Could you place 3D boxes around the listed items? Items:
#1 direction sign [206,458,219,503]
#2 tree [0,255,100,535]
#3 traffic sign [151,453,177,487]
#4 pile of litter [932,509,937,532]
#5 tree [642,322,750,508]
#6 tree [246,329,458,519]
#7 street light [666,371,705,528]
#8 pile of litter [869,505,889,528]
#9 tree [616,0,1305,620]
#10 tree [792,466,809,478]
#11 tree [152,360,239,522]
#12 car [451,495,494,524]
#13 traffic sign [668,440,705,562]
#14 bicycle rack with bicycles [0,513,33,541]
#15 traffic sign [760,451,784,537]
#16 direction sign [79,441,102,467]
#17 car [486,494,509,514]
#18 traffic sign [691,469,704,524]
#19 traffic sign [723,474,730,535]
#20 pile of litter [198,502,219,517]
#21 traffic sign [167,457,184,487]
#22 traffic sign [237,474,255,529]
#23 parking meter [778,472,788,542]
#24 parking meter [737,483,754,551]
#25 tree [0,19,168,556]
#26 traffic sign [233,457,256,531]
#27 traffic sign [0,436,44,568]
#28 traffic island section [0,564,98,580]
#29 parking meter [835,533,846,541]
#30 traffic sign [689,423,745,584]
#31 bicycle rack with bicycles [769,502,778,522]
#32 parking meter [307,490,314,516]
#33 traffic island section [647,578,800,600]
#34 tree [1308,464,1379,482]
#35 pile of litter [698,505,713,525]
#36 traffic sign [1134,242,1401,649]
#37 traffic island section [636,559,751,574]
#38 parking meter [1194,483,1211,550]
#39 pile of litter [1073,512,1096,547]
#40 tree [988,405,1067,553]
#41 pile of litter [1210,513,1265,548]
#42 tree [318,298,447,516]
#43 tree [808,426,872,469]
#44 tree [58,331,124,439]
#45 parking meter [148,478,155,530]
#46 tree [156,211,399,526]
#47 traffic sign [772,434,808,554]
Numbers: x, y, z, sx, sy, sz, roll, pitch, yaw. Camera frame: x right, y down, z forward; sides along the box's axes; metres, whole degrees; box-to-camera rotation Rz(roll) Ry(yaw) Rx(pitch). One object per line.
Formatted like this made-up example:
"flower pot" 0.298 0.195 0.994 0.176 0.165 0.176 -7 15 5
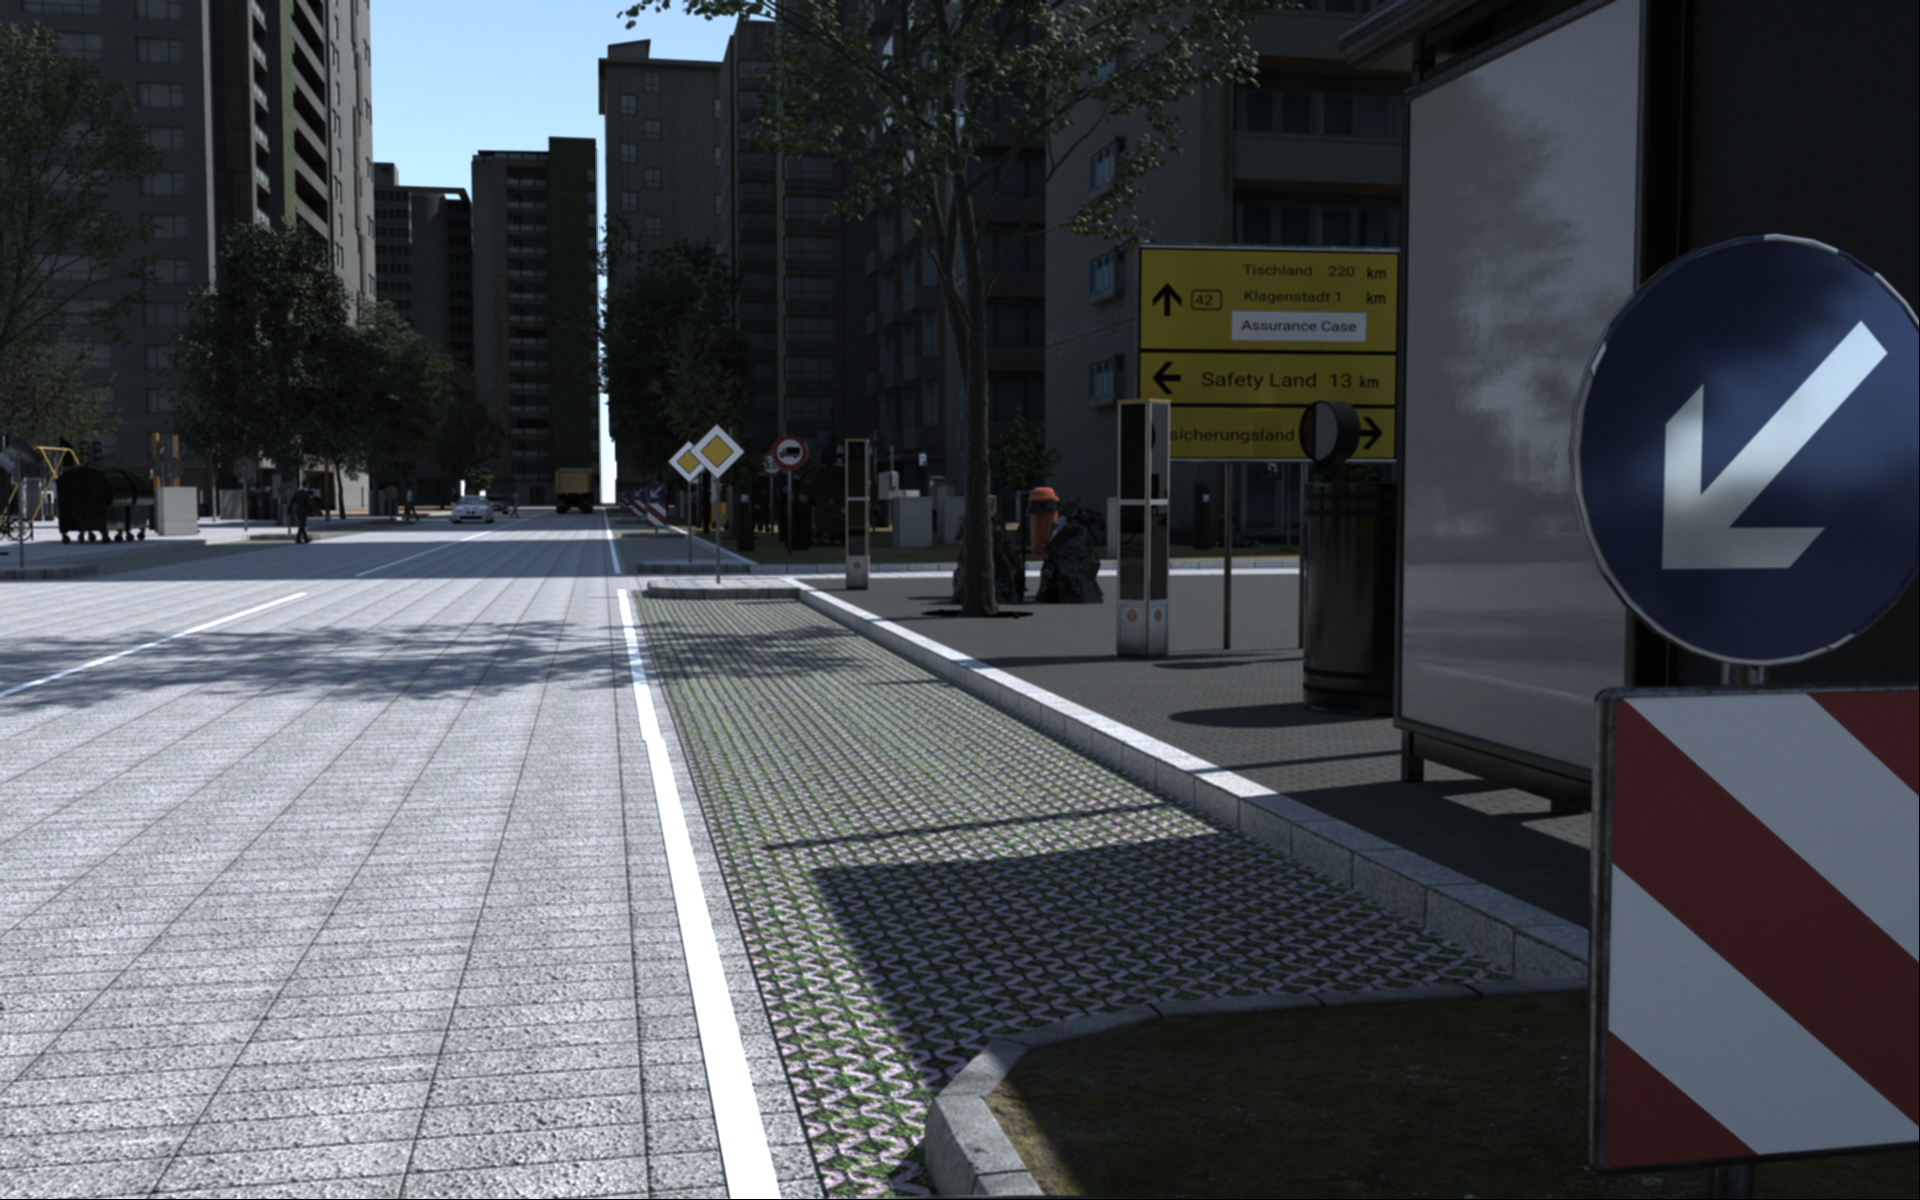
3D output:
"direction sign" -42.910 -6.571 99.440 0.876 3.537 0.379 1 4 18
"tree" -29.259 -6.344 54.086 4.360 8.622 3.978 0 3 0
"traffic sign" -24.880 -3.304 54.129 0.768 2.556 0.104 0 4 -8
"pile of litter" -0.777 -2.747 58.883 1.176 0.858 1.719 -1 4 -13
"tree" -11.026 -7.509 73.133 4.737 8.622 4.395 0 3 0
"tree" -32.302 -9.506 89.835 7.601 10.594 8.767 3 4 38
"street light" -10.401 -5.686 65.514 1.470 5.913 1.316 -1 4 -12
"pile of litter" -3.433 -3.196 66.215 1.719 0.858 1.176 -2 4 -27
"tree" 0.028 -5.635 17.882 9.928 11.665 9.643 0 3 0
"tree" -9.419 -6.650 103.323 1.663 3.219 1.824 0 3 0
"tree" -34.562 -7.896 79.460 4.360 8.622 3.978 0 3 0
"car" -24.137 -4.497 85.895 2.083 1.381 4.827 -1 4 -13
"traffic sign" -5.080 -1.766 32.521 0.795 2.450 0.064 -1 4 -12
"bicycle rack with bicycles" -26.574 -2.064 47.126 2.925 0.926 2.852 0 4 6
"traffic sign" -5.615 -3.160 51.776 0.768 2.556 0.104 -1 4 -8
"direction sign" -37.365 -5.047 74.518 0.876 3.537 0.379 -3 5 -41
"car" -33.179 -6.826 123.613 2.014 1.417 4.499 -1 4 -11
"traffic sign" -10.328 -4.035 68.102 0.606 2.300 0.079 0 4 -2
"traffic sign" -7.126 -3.274 53.630 0.768 2.556 0.104 0 4 -4
"pile of litter" -41.786 -5.041 96.386 1.176 0.858 1.719 0 4 5
"traffic sign" -26.785 -3.596 58.896 0.768 2.556 0.104 -1 4 -10
"traffic sign" -25.928 -3.719 62.929 0.606 2.300 0.079 0 4 -5
"parking meter" -4.649 -2.480 46.256 0.399 1.863 0.255 -1 4 -16
"parking meter" -4.827 -1.870 38.984 0.372 1.533 0.369 0 3 0
"tree" -20.618 -6.750 36.113 9.928 11.665 9.643 0 3 0
"traffic sign" -24.756 -3.660 59.944 0.768 2.556 0.104 0 4 -5
"traffic sign" -16.389 -1.625 30.206 0.795 2.450 0.064 -1 4 -12
"traffic island section" -16.410 -0.488 30.263 2.009 0.180 2.903 -1 4 -12
"parking meter" -3.256 -2.568 47.701 0.399 1.863 0.255 2 4 24
"traffic sign" -3.459 -1.288 24.702 0.795 2.450 0.064 -1 4 -12
"bicycle rack with bicycles" -9.470 -4.125 80.832 2.925 0.926 2.852 -1 4 -22
"parking meter" -37.214 -5.556 99.244 0.372 1.533 0.369 0 3 0
"traffic island section" -3.437 -0.153 24.784 2.009 0.180 2.903 -1 4 -12
"tree" 8.805 -2.721 39.087 1.663 3.219 1.824 0 3 0
"pile of litter" -10.370 -3.486 70.966 1.176 0.858 1.719 3 5 39
"traffic sign" 2.530 -1.247 14.262 2.265 3.308 0.079 0 4 -8
"traffic island section" -5.059 -0.631 32.603 2.009 0.180 2.903 -1 4 -12
"parking meter" 5.597 -1.934 40.028 0.372 1.533 0.369 0 3 0
"pile of litter" 2.613 -1.635 40.697 1.176 0.858 1.719 2 4 32
"tree" 1.232 -2.650 37.930 1.663 3.219 1.824 0 3 0
"pile of litter" 6.690 -1.708 41.889 1.176 0.858 1.719 -1 4 -12
"tree" -33.825 -11.160 100.592 7.486 12.596 7.792 0 3 0
"tree" -5.730 -6.089 83.271 4.285 4.588 4.351 0 3 0
"tree" -40.783 -7.890 79.358 4.737 8.622 4.395 0 3 0
"parking meter" -28.820 -3.433 61.839 0.255 1.863 0.399 -1 4 -16
"tree" -27.735 -9.403 70.749 9.611 12.733 9.660 0 3 0
"traffic sign" -3.623 -2.249 36.871 0.768 2.556 0.104 -1 4 -11
